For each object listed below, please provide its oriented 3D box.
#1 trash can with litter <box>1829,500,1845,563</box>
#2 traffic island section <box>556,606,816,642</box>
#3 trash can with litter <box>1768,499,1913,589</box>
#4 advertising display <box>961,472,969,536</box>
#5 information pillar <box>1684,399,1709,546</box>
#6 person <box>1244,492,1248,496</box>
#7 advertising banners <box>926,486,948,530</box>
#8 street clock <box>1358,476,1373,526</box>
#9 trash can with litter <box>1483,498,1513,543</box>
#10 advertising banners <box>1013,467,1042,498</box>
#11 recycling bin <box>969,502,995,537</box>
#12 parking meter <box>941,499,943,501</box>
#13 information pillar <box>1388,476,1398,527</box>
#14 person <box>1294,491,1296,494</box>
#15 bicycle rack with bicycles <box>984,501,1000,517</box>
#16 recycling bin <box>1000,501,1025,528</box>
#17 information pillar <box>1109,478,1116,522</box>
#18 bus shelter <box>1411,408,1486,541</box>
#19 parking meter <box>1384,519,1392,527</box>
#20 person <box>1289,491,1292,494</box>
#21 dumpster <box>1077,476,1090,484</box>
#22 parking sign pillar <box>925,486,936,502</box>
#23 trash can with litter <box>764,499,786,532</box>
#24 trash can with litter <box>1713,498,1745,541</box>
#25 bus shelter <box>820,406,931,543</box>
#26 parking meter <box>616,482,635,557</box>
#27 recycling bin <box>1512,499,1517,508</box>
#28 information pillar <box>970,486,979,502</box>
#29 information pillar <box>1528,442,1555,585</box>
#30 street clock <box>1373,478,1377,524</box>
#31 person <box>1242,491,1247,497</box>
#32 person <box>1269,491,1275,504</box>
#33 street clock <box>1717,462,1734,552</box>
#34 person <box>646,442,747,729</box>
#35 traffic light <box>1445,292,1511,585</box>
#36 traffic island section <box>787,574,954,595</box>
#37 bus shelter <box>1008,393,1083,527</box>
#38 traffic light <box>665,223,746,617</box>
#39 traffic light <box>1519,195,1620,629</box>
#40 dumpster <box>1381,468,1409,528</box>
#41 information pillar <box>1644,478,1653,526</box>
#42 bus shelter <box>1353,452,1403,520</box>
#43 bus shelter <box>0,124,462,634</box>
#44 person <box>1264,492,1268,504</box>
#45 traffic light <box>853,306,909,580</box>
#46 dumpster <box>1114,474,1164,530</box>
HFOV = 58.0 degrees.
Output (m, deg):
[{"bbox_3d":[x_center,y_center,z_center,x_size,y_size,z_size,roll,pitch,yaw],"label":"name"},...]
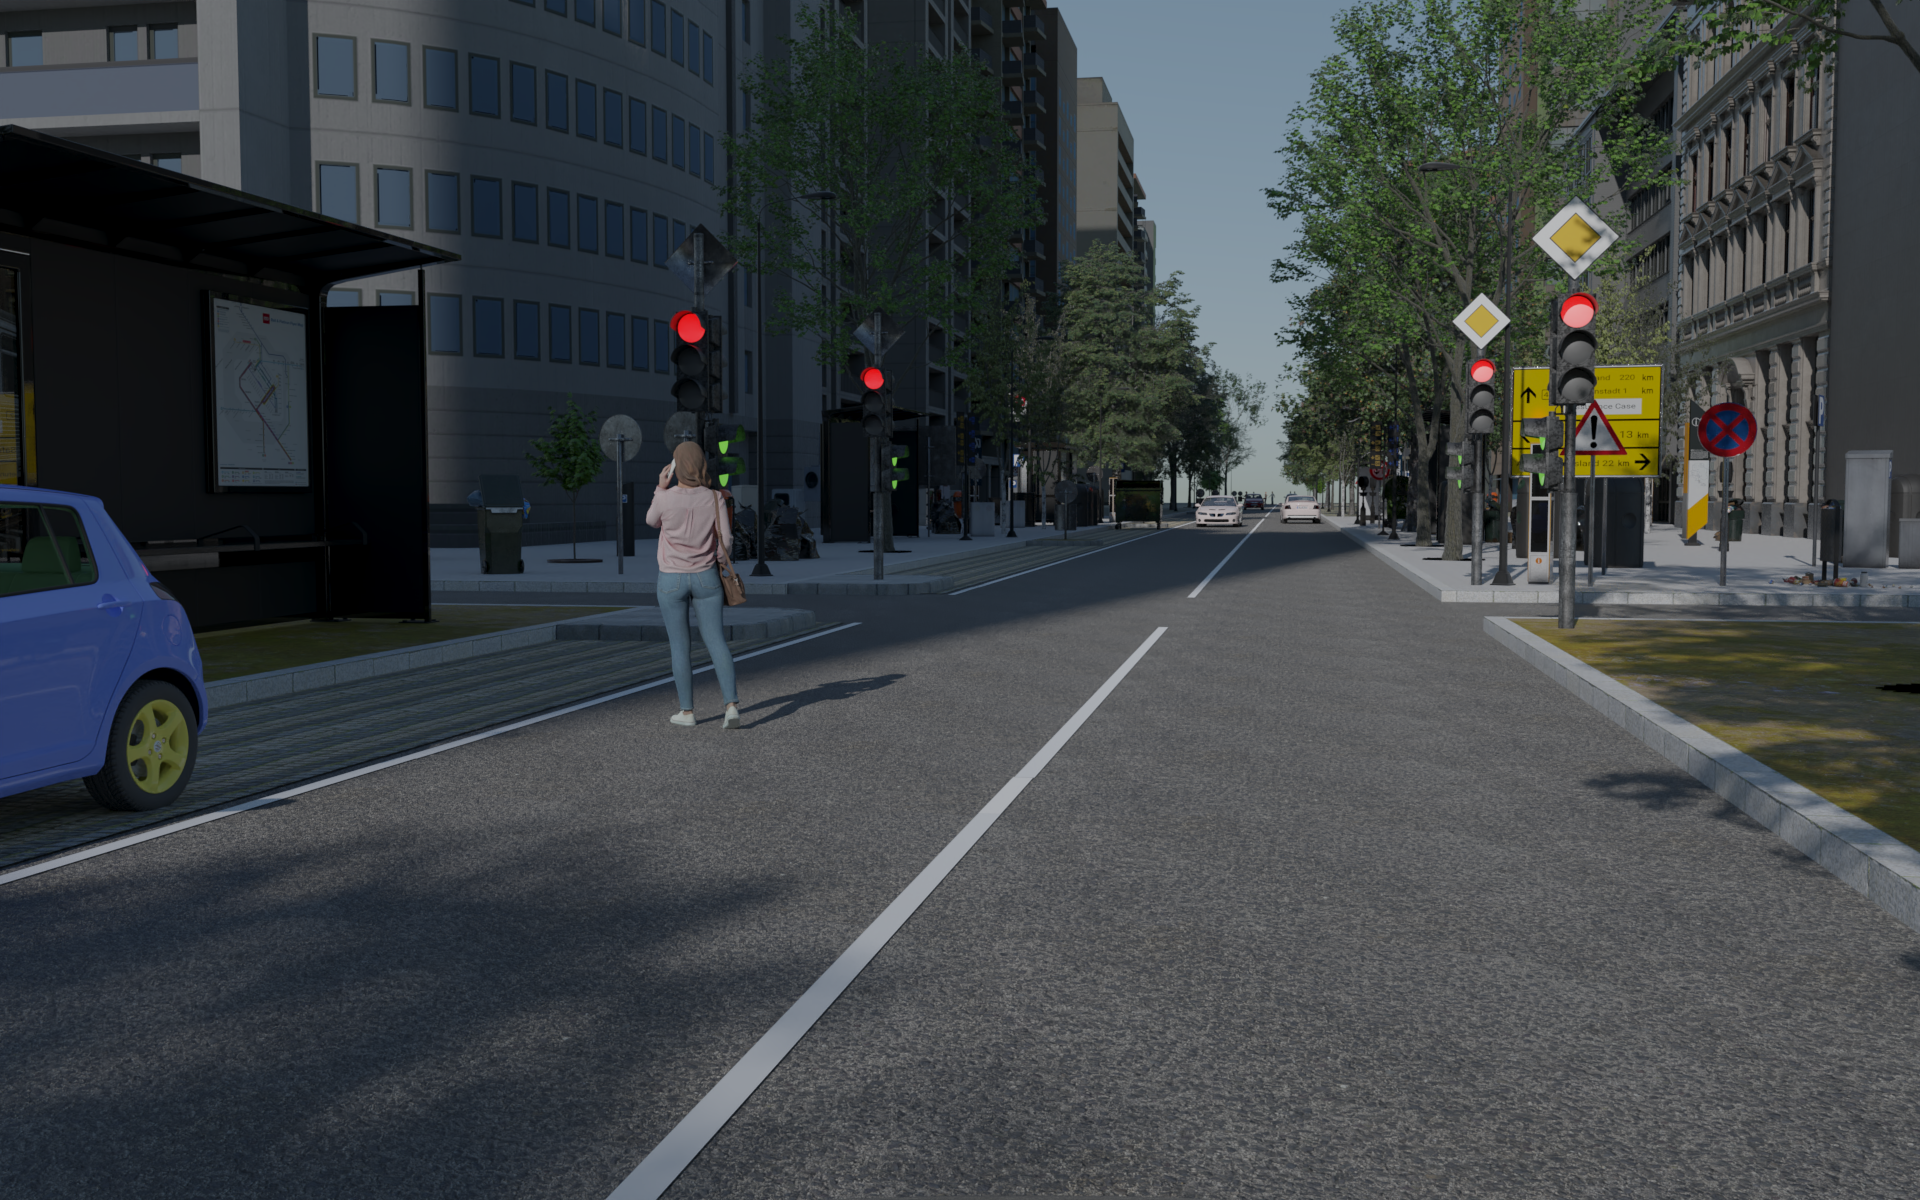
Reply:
[{"bbox_3d":[16.574,-1.274,32.216,0.624,1.170,1.055,0,4,6],"label":"trash can with litter"},{"bbox_3d":[-2.723,0.251,18.170,2.009,0.180,2.903,1,4,11],"label":"traffic island section"},{"bbox_3d":[12.369,-0.830,24.621,1.678,1.210,2.233,1,4,10],"label":"trash can with litter"},{"bbox_3d":[0.145,-2.741,50.030,0.123,1.923,0.974,0,4,-6],"label":"advertising display"},{"bbox_3d":[18.231,-3.146,42.800,0.504,3.616,0.183,0,4,3],"label":"information pillar"},{"bbox_3d":[39.669,-14.058,239.163,1.217,1.723,0.721,-2,4,-24],"label":"person"},{"bbox_3d":[-0.786,-4.046,62.342,0.090,3.025,2.074,1,4,21],"label":"advertising banners"},{"bbox_3d":[16.244,-3.988,69.775,0.358,2.002,0.471,-1,4,-21],"label":"street clock"},{"bbox_3d":[14.243,-2.081,45.411,0.624,1.170,1.055,-3,5,-44],"label":"trash can with litter"},{"bbox_3d":[3.810,-6.257,98.483,2.074,3.025,0.090,-2,4,-25],"label":"advertising banners"},{"bbox_3d":[0.667,-2.450,52.616,0.722,1.027,0.722,0,4,-4],"label":"recycling bin"},{"bbox_3d":[-1.108,-5.691,98.751,0.255,1.863,0.399,-1,4,-18],"label":"parking meter"},{"bbox_3d":[17.100,-3.911,68.434,0.304,2.012,0.304,3,5,43],"label":"information pillar"},{"bbox_3d":[46.078,-14.060,238.519,1.348,1.807,0.705,0,4,-4],"label":"person"},{"bbox_3d":[2.117,-4.796,91.789,2.852,0.926,2.925,-1,4,-20],"label":"bicycle rack with bicycles"},{"bbox_3d":[2.006,-3.267,65.968,0.722,1.027,0.722,-2,4,-28],"label":"recycling bin"},{"bbox_3d":[6.953,-4.518,78.355,0.304,2.012,0.304,-2,4,-33],"label":"information pillar"},{"bbox_3d":[14.111,-3.606,50.239,1.731,3.624,6.357,1,4,11],"label":"bus shelter"},{"bbox_3d":[16.610,-3.753,67.080,0.255,1.863,0.399,3,5,43],"label":"parking meter"},{"bbox_3d":[44.188,-13.643,231.641,1.350,1.814,0.705,0,4,6],"label":"person"},{"bbox_3d":[6.564,-5.635,94.619,1.502,2.255,1.985,1,4,11],"label":"dumpster"},{"bbox_3d":[-1.264,-5.225,73.899,1.447,3.967,1.447,0,4,-5],"label":"parking sign pillar"},{"bbox_3d":[-4.585,-1.846,41.561,0.624,1.170,1.055,2,4,28],"label":"trash can with litter"},{"bbox_3d":[20.834,-2.182,47.062,0.624,1.170,1.055,0,4,-7],"label":"trash can with litter"},{"bbox_3d":[-2.263,-3.472,48.049,1.731,3.624,6.357,1,4,11],"label":"bus shelter"},{"bbox_3d":[-6.890,-1.667,35.659,0.372,1.533,0.369,0,3,0],"label":"parking meter"},{"bbox_3d":[26.353,-4.191,81.084,0.722,1.027,0.722,-1,4,-15],"label":"recycling bin"},{"bbox_3d":[0.547,-3.948,69.039,0.304,2.012,0.304,3,4,36],"label":"information pillar"},{"bbox_3d":[8.273,-1.232,24.637,0.304,2.012,0.304,2,4,29],"label":"information pillar"},{"bbox_3d":[17.862,-4.305,74.951,0.358,2.002,0.471,1,4,21],"label":"street clock"},{"bbox_3d":[34.120,-12.125,207.270,0.750,1.759,0.617,0,4,4],"label":"person"},{"bbox_3d":[43.370,-14.192,240.620,0.705,1.814,1.350,-2,4,-29],"label":"person"},{"bbox_3d":[17.068,-2.083,38.629,0.358,2.002,0.471,2,4,31],"label":"street clock"},{"bbox_3d":[-1.587,-0.093,10.616,0.593,1.750,0.643,-1,4,-20],"label":"person"},{"bbox_3d":[7.261,-2.164,24.301,0.839,4.253,0.868,1,4,11],"label":"traffic light"},{"bbox_3d":[-1.242,-0.229,26.018,2.009,0.180,2.903,1,4,11],"label":"traffic island section"},{"bbox_3d":[3.470,-5.728,71.284,2.179,5.291,8.768,1,4,10],"label":"bus shelter"},{"bbox_3d":[-2.685,-1.780,18.029,0.839,4.253,0.868,1,4,11],"label":"traffic light"},{"bbox_3d":[5.780,-1.684,16.454,0.839,4.253,0.868,1,4,11],"label":"traffic light"},{"bbox_3d":[16.692,-3.859,65.595,1.502,2.255,1.985,1,4,10],"label":"dumpster"},{"bbox_3d":[27.602,-3.973,69.447,0.304,2.012,0.304,1,4,19],"label":"information pillar"},{"bbox_3d":[19.635,-5.365,81.638,2.014,3.302,5.546,1,4,11],"label":"bus shelter"},{"bbox_3d":[-6.300,-1.405,14.254,1.731,3.624,6.357,1,4,11],"label":"bus shelter"},{"bbox_3d":[43.942,-14.623,248.120,0.750,1.759,0.617,3,5,45],"label":"person"},{"bbox_3d":[-1.205,-2.260,25.876,0.839,4.253,0.868,1,4,11],"label":"traffic light"},{"bbox_3d":[7.204,-3.960,69.694,1.985,2.255,1.502,1,4,11],"label":"dumpster"}]
